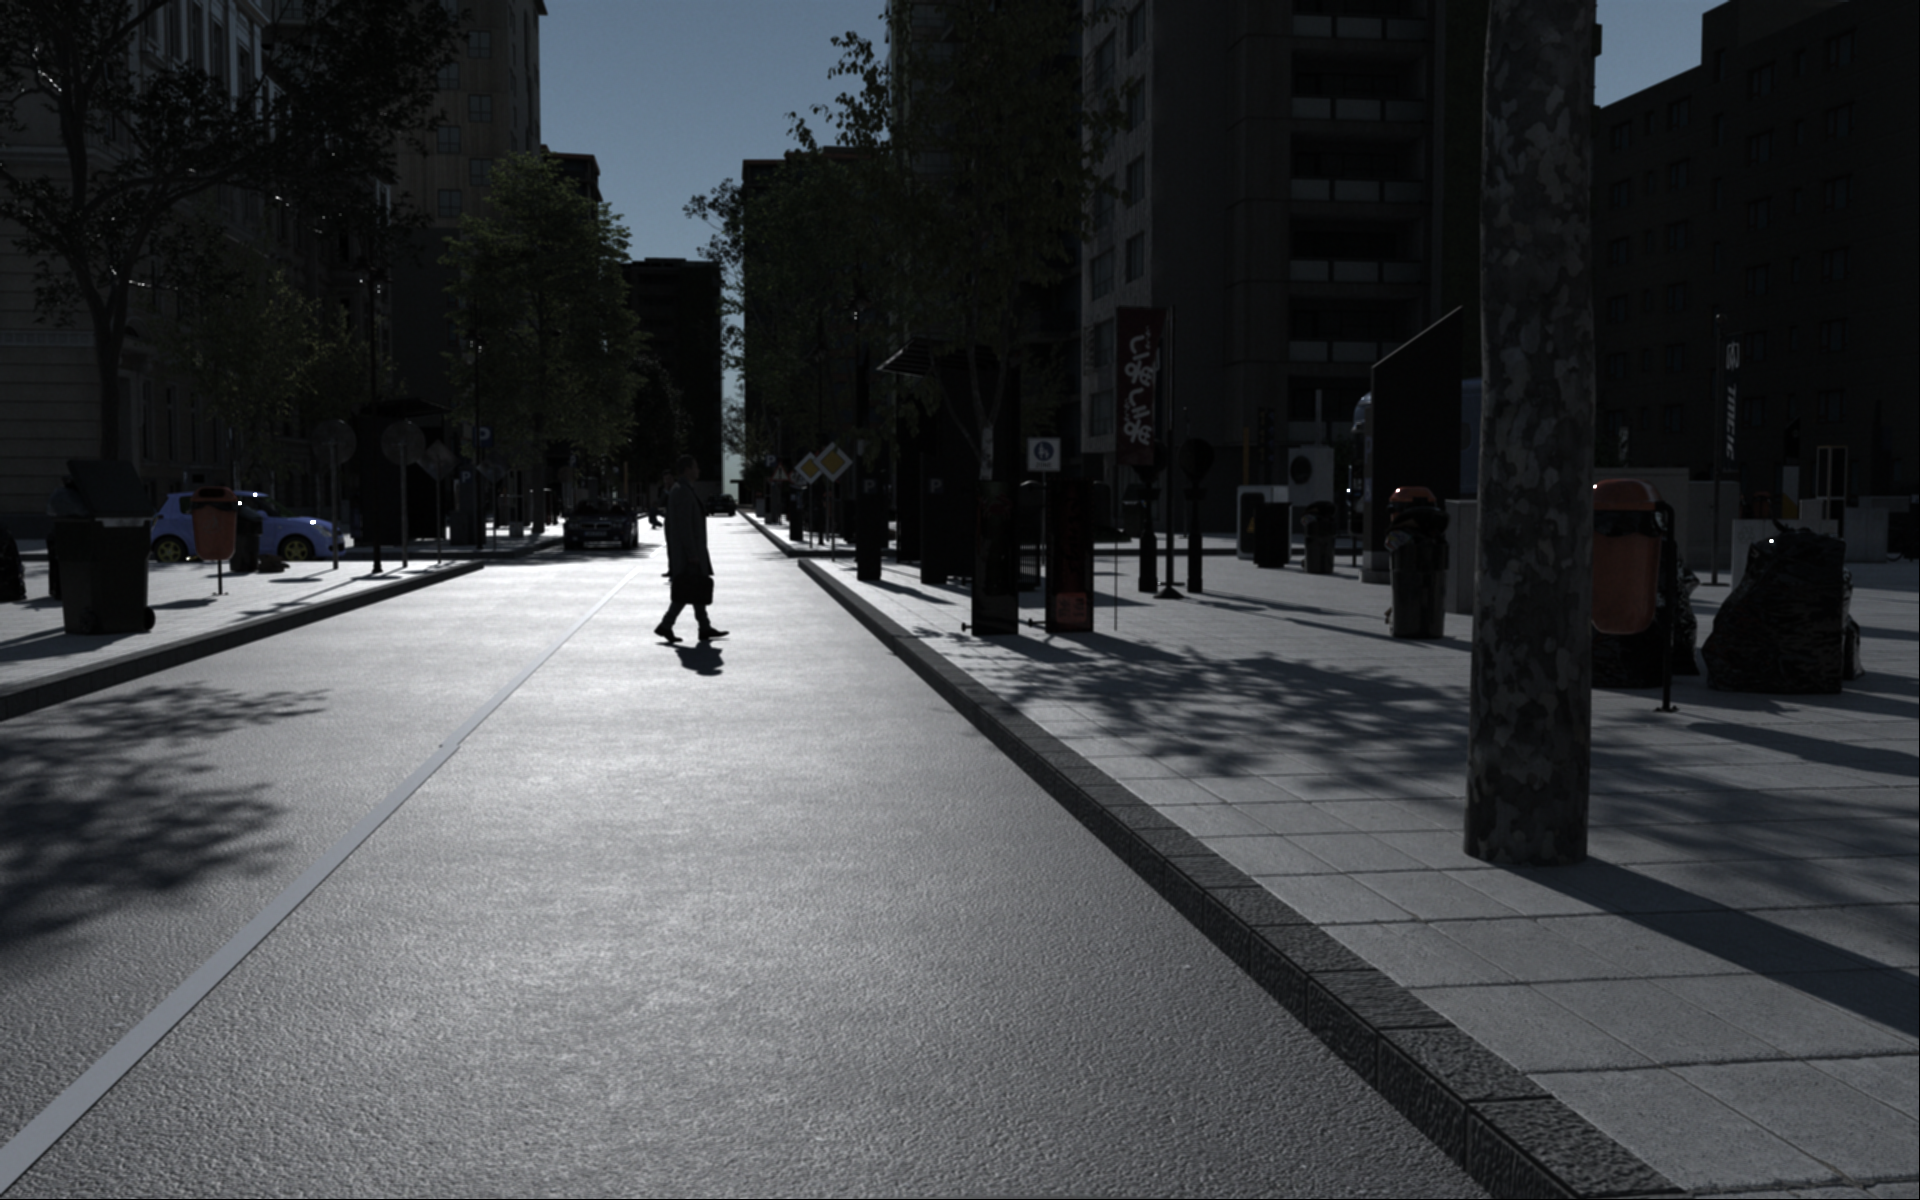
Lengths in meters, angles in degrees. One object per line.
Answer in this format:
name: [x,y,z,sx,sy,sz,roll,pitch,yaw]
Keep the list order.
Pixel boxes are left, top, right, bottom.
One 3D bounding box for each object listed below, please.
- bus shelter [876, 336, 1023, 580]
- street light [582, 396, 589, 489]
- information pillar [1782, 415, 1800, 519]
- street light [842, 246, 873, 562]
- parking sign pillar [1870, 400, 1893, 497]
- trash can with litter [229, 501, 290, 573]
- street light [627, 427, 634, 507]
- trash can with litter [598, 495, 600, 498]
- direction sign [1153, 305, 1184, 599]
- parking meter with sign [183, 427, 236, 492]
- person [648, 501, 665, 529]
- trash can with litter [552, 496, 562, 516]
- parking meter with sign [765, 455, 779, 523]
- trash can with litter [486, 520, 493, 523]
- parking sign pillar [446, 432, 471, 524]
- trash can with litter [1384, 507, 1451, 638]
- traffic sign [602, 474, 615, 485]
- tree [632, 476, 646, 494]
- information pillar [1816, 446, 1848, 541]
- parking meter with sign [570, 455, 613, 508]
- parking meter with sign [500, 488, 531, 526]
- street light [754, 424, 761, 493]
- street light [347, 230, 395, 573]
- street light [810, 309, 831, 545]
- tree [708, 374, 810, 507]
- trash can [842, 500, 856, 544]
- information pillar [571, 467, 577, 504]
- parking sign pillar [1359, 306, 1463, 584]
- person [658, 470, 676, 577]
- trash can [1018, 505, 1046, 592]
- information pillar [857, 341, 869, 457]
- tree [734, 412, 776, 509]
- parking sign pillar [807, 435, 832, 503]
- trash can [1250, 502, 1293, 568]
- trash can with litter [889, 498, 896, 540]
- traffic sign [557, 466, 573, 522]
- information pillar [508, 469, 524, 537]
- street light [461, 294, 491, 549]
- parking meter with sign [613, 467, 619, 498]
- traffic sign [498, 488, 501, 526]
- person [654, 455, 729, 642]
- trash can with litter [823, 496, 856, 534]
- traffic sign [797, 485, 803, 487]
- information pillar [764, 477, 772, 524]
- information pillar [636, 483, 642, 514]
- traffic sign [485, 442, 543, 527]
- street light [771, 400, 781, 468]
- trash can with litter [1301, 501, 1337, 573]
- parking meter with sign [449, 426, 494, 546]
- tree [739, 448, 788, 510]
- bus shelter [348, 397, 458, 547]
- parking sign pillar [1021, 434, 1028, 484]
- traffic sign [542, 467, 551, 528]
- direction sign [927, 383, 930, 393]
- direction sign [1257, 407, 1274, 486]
bus shelter: [-0.263,-2.309,29.042,1.731,3.624,6.357,0,4,-8]
street light: [-16.196,-6.254,75.042,0.468,5.910,1.993,0,4,-8]
information pillar: [24.658,-3.671,51.372,0.504,3.616,0.183,-1,4,-12]
street light: [-1.915,-3.651,32.489,0.468,5.910,1.993,0,4,-8]
parking sign pillar: [26.641,-3.772,50.145,1.447,3.967,1.447,2,4,24]
trash can with litter: [-11.582,-1.052,28.584,1.055,1.170,0.624,1,4,13]
street light: [-20.957,-8.392,109.989,0.468,5.910,1.993,0,4,-8]
trash can with litter: [-21.042,-5.355,98.604,2.233,1.210,1.678,-1,4,-12]
direction sign: [2.571,-1.788,21.232,0.379,3.537,0.876,0,4,3]
parking meter with sign: [-19.539,-2.947,44.440,1.738,3.016,0.543,-3,4,-39]
person: [-12.692,-3.550,72.043,1.012,1.151,0.738,2,4,35]
trash can with litter: [-23.726,-5.466,100.752,1.055,1.170,0.624,-2,4,-24]
parking meter with sign: [-8.352,-4.959,77.333,0.543,3.016,1.738,0,4,-1]
trash can with litter: [-21.547,-4.078,77.732,1.678,1.210,2.233,-1,4,-14]
parking sign pillar: [-21.706,-5.329,75.600,1.447,3.967,1.447,0,4,-2]
trash can with litter: [4.054,-0.263,15.690,0.624,1.170,1.055,0,4,1]
traffic sign: [-21.003,-6.326,103.542,0.768,2.556,0.104,0,4,0]
tree: [-28.571,-9.905,156.541,1.663,3.219,1.824,0,3,0]
information pillar: [13.303,-1.344,26.466,0.304,2.012,0.304,-1,4,-10]
parking meter with sign: [-16.593,-4.980,77.682,0.543,3.016,1.738,3,5,44]
parking meter with sign: [-17.867,-4.538,70.456,1.738,3.016,0.543,0,4,0]
street light: [-13.315,-8.644,114.123,0.468,5.910,1.993,0,4,-8]
street light: [-9.541,-3.388,28.186,0.468,5.910,1.993,0,4,-8]
street light: [-3.502,-4.322,43.457,0.468,5.910,1.993,0,4,-8]
tree: [-19.761,-15.773,168.263,12.009,13.543,11.850,0,3,0]
trash can: [-2.698,-2.023,44.723,0.748,1.137,0.748,0,3,0]
information pillar: [-24.141,-7.144,108.167,0.504,3.616,0.183,2,4,35]
parking sign pillar: [6.532,-2.235,25.019,1.447,3.967,1.447,0,4,-5]
person: [-4.910,-1.324,29.946,0.655,1.846,0.447,1,4,11]
trash can: [0.767,-0.691,22.944,0.748,1.137,0.748,0,3,0]
information pillar: [-1.467,-2.142,26.372,0.183,3.616,0.504,1,4,9]
tree: [-17.996,-12.318,151.765,4.360,8.622,3.978,0,3,0]
parking sign pillar: [-6.451,-5.574,79.612,1.447,3.967,1.447,3,5,40]
trash can: [5.445,-1.140,30.285,0.748,1.137,0.748,0,3,0]
trash can with litter: [-2.134,-2.303,49.036,1.055,1.170,0.624,3,4,38]
traffic sign: [-17.918,-4.808,78.717,0.768,2.556,0.104,0,4,-2]
information pillar: [-13.178,-2.869,51.395,0.304,2.012,0.304,2,4,27]
street light: [-11.176,-4.119,40.131,0.468,5.910,1.993,0,4,-8]
parking meter with sign: [-22.522,-7.003,110.756,1.738,3.016,0.543,3,5,44]
traffic sign: [-18.275,-4.194,68.684,0.768,2.556,0.104,0,4,-3]
person: [-2.623,-0.509,16.923,0.767,1.812,0.694,-1,4,-16]
trash can with litter: [-3.577,-2.773,56.389,2.233,1.210,1.678,-2,4,-34]
traffic sign: [-10.208,-6.749,110.455,0.768,2.556,0.104,0,4,0]
information pillar: [-8.235,-4.273,74.358,0.304,2.012,0.304,0,4,-2]
information pillar: [-21.034,-6.671,113.557,0.304,2.012,0.304,1,4,13]
traffic sign: [-17.526,-4.542,68.131,2.265,3.308,0.079,0,4,-2]
street light: [-8.391,-6.508,79.199,0.468,5.910,1.993,0,4,-8]
trash can with litter: [5.754,-1.027,28.180,0.624,1.170,1.055,0,4,-1]
parking meter with sign: [-12.345,-2.901,43.697,0.543,3.016,1.738,0,4,8]
tree: [-13.970,-8.629,124.796,4.285,4.588,4.351,0,3,0]
bus shelter: [-14.385,-3.289,45.060,1.731,3.624,6.357,0,4,-8]
parking sign pillar: [2.105,-5.051,71.048,1.447,3.967,1.447,1,4,17]
traffic sign: [-15.761,-3.878,65.528,0.606,2.300,0.079,0,4,-4]
direction sign: [-0.462,-2.535,33.438,0.379,3.537,0.876,-2,4,-23]
direction sign: [8.023,-3.272,45.487,0.379,3.537,0.876,3,4,37]
